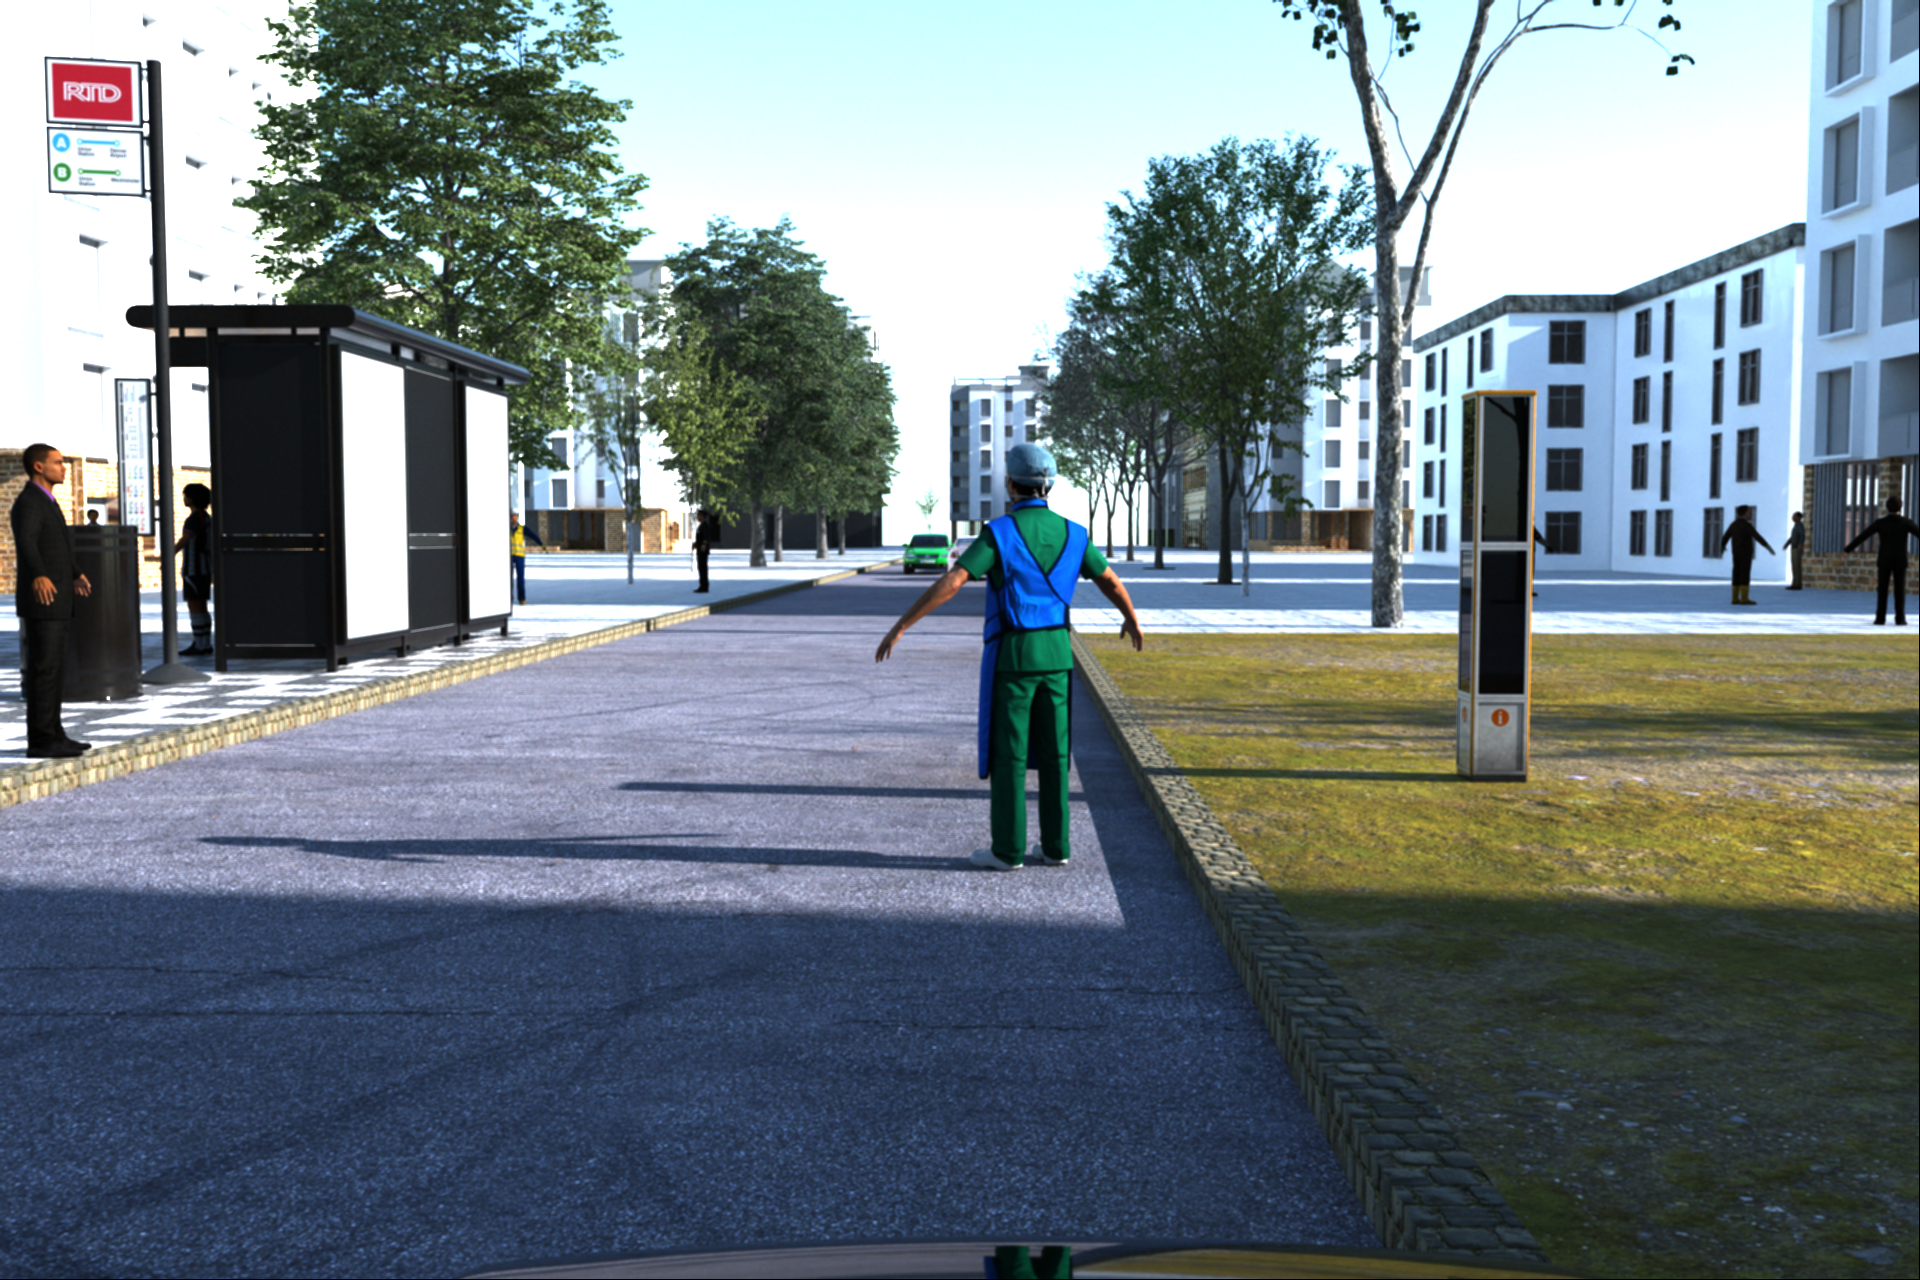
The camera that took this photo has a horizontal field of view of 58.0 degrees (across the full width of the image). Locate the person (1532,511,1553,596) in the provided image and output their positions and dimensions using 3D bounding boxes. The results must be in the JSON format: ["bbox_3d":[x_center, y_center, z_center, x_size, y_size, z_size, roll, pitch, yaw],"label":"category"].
[{"bbox_3d":[11.681,-1.827,35.650,1.354,1.856,0.705,-2,4,-33],"label":"person"}]

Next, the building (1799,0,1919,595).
[{"bbox_3d":[25.169,-11.168,39.017,16.016,20.090,11.380,0,4,2],"label":"building"}]

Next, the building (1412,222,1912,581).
[{"bbox_3d":[23.634,-7.258,60.821,9.099,9.664,28.070,0,4,2],"label":"building"}]

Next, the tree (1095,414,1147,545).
[{"bbox_3d":[21.390,-21.031,199.744,12.611,20.169,13.585,0,3,0],"label":"tree"}]

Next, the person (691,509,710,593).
[{"bbox_3d":[-5.677,-1.962,38.006,0.705,1.837,1.347,-1,4,-19],"label":"person"}]

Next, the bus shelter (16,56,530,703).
[{"bbox_3d":[-6.546,-2.428,17.331,2.179,5.291,8.768,0,4,1],"label":"bus shelter"}]

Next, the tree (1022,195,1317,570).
[{"bbox_3d":[7.171,-9.313,62.631,12.009,13.543,11.850,0,3,0],"label":"tree"}]

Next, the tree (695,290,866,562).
[{"bbox_3d":[-8.151,-9.823,78.734,7.486,12.596,7.792,0,3,0],"label":"tree"}]

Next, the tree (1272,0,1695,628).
[{"bbox_3d":[6.302,-10.151,21.856,12.611,20.169,13.585,0,3,0],"label":"tree"}]

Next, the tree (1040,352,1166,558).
[{"bbox_3d":[8.130,-10.221,92.874,9.928,11.665,9.643,0,3,0],"label":"tree"}]

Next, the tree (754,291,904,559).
[{"bbox_3d":[-7.129,-11.206,89.869,9.857,13.997,8.962,0,3,0],"label":"tree"}]

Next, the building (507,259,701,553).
[{"bbox_3d":[-25.180,-16.157,120.580,16.016,20.090,11.380,0,4,1],"label":"building"}]

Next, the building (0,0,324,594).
[{"bbox_3d":[-24.178,-11.137,38.512,16.016,20.090,11.380,0,4,1],"label":"building"}]

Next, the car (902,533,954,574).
[{"bbox_3d":[-1.080,-3.306,62.842,1.959,1.807,4.718,0,4,2],"label":"car"}]

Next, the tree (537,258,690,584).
[{"bbox_3d":[-8.312,-5.761,44.561,4.360,8.622,3.978,0,3,0],"label":"tree"}]

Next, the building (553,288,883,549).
[{"bbox_3d":[-22.119,-19.343,160.229,27.936,21.610,32.646,0,4,1],"label":"building"}]

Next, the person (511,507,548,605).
[{"bbox_3d":[-8.067,-1.521,31.331,1.216,1.772,0.721,0,4,-7],"label":"person"}]

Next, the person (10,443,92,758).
[{"bbox_3d":[-5.263,-0.233,10.031,0.704,1.802,1.346,-1,4,-19],"label":"person"}]

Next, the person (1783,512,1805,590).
[{"bbox_3d":[19.254,-2.057,39.911,0.705,1.796,1.348,1,4,11],"label":"person"}]

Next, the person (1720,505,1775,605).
[{"bbox_3d":[14.264,-1.553,31.522,0.704,1.812,1.346,-1,4,-16],"label":"person"}]

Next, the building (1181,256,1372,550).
[{"bbox_3d":[29.013,-19.273,146.043,19.493,23.208,18.063,0,4,1],"label":"building"}]

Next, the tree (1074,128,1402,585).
[{"bbox_3d":[6.951,-7.235,44.041,9.928,11.665,9.643,0,3,0],"label":"tree"}]

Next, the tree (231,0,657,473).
[{"bbox_3d":[-9.112,-6.891,30.798,7.486,12.596,7.792,0,3,0],"label":"tree"}]

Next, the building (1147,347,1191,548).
[{"bbox_3d":[28.255,-18.671,171.730,16.747,18.905,31.486,0,4,2],"label":"building"}]

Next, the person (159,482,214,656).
[{"bbox_3d":[-8.125,-0.749,18.383,0.704,1.843,1.345,0,4,-4],"label":"person"}]

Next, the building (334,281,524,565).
[{"bbox_3d":[-22.590,-7.919,71.626,9.099,9.664,28.070,0,4,1],"label":"building"}]

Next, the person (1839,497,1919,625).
[{"bbox_3d":[13.148,-1.115,24.423,1.347,1.806,0.705,2,4,28],"label":"person"}]

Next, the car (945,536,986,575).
[{"bbox_3d":[0.562,-2.588,54.675,2.083,1.381,4.827,0,4,2],"label":"car"}]

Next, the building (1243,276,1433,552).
[{"bbox_3d":[27.310,-16.992,134.234,16.016,20.090,11.380,0,4,2],"label":"building"}]

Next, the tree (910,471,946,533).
[{"bbox_3d":[-3.210,-15.275,200.115,4.360,8.622,3.978,0,3,0],"label":"tree"}]

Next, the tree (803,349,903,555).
[{"bbox_3d":[-6.969,-11.497,106.098,7.486,12.596,7.792,0,3,0],"label":"tree"}]

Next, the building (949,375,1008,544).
[{"bbox_3d":[-0.890,-20.748,198.110,11.380,20.090,16.016,0,4,-2],"label":"building"}]

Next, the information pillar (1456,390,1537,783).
[{"bbox_3d":[2.787,-0.277,9.024,0.304,2.012,0.304,0,4,2],"label":"information pillar"}]

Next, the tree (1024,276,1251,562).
[{"bbox_3d":[7.875,-10.397,80.366,12.009,13.543,11.850,0,3,0],"label":"tree"}]

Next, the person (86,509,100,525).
[{"bbox_3d":[-15.777,-1.520,31.577,1.216,1.740,0.721,-2,4,-29],"label":"person"}]

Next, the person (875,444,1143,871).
[{"bbox_3d":[0.278,0.068,7.468,1.347,1.817,0.704,-2,4,-30],"label":"person"}]

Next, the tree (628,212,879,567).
[{"bbox_3d":[-8.053,-9.852,67.735,9.857,13.997,8.962,0,3,0],"label":"tree"}]

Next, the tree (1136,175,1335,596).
[{"bbox_3d":[5.799,-5.203,35.432,4.737,8.622,4.395,0,3,0],"label":"tree"}]

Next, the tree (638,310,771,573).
[{"bbox_3d":[-8.663,-6.521,56.982,4.737,8.622,4.395,0,3,0],"label":"tree"}]

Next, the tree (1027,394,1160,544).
[{"bbox_3d":[7.998,-10.854,103.217,9.928,11.665,9.643,0,3,0],"label":"tree"}]
